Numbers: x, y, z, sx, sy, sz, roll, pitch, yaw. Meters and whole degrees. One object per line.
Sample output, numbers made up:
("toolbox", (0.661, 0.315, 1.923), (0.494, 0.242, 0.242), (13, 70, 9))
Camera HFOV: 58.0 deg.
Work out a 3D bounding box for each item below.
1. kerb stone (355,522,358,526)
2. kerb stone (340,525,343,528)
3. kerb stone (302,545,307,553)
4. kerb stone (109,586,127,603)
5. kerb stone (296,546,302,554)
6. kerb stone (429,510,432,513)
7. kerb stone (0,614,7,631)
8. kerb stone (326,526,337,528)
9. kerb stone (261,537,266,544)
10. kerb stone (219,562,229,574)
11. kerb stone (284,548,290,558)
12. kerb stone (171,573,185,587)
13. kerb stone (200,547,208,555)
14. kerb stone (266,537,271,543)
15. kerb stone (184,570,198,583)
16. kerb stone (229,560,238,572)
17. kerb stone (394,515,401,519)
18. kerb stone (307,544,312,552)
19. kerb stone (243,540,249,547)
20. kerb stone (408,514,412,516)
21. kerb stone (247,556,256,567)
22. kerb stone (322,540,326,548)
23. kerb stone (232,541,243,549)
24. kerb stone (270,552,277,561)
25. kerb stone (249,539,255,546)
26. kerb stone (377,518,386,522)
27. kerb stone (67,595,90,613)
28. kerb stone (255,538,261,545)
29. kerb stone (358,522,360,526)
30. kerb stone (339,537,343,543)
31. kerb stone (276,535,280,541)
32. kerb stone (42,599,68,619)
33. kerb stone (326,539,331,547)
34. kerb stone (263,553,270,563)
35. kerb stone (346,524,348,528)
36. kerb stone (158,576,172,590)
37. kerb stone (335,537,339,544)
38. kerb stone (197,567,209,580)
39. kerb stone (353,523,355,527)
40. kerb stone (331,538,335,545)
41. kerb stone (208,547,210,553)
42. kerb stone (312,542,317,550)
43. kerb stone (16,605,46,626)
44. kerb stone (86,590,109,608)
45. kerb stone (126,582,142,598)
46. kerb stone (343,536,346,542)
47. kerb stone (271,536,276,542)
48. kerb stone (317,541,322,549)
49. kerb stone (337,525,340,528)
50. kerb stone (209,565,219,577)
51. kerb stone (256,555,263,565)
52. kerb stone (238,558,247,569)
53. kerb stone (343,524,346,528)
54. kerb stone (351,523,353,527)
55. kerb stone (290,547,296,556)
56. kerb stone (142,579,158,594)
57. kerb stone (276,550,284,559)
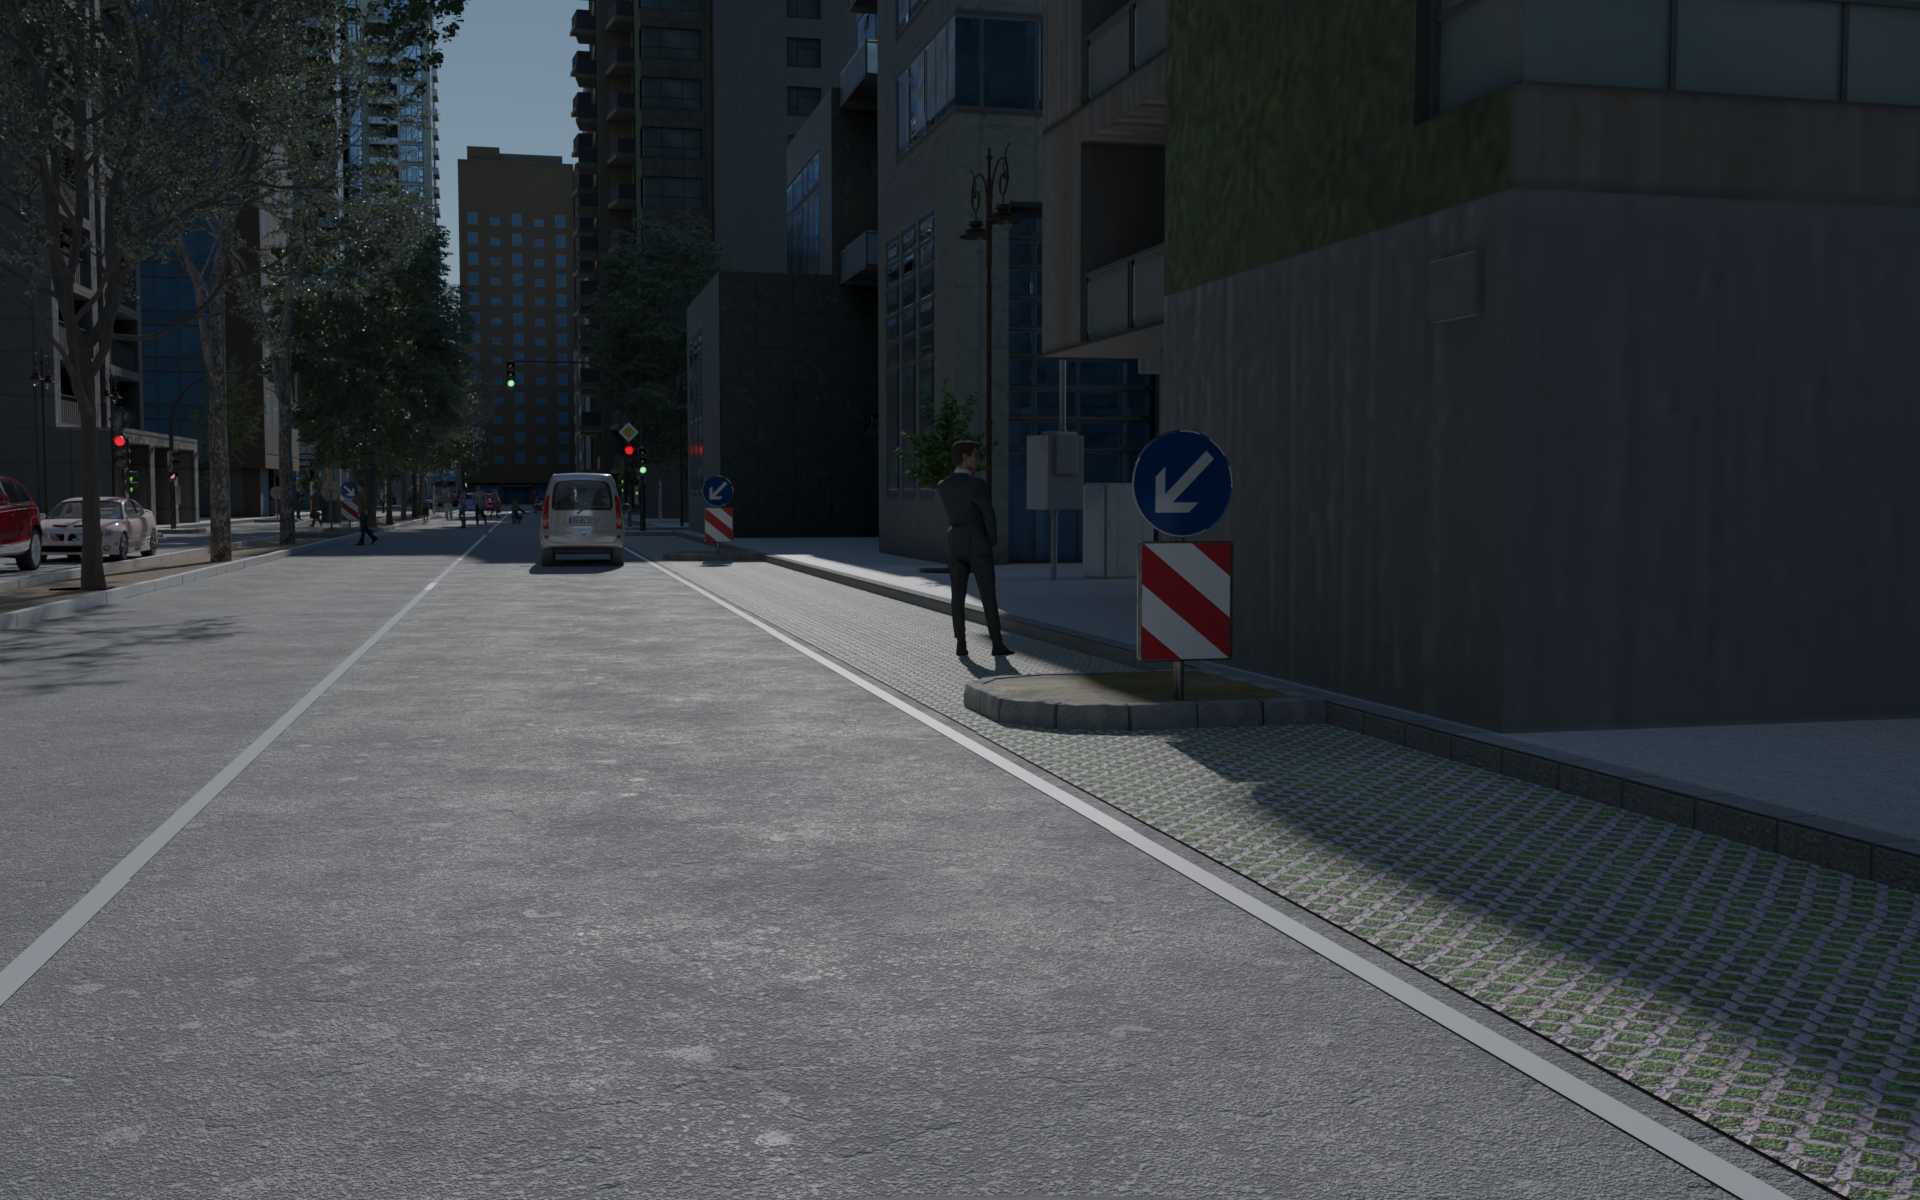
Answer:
("kerb stone", (-26.613, -3.285, 75.902), (0.120, 0.150, 1.000), (-1, 4, -14))
("kerb stone", (-25.137, -2.918, 69.940), (0.120, 0.150, 1.000), (-1, 4, -14))
("kerb stone", (-16.047, -1.216, 42.072), (0.120, 0.150, 1.000), (-1, 4, -14))
("kerb stone", (-11.342, -0.055, 23.139), (0.120, 0.150, 1.000), (-1, 4, -14))
("kerb stone", (-15.804, -1.155, 41.079), (0.120, 0.150, 1.000), (-1, 4, -14))
("kerb stone", (-41.697, -6.998, 136.605), (0.120, 0.150, 1.000), (-1, 4, -14))
("kerb stone", (-10.109, 0.247, 18.175), (0.120, 0.150, 1.000), (-1, 4, -14))
("kerb stone", (-24.640, -2.798, 67.943), (0.120, 0.150, 1.000), (-1, 4, -14))
("kerb stone", (-20.076, -1.673, 49.548), (0.120, 0.150, 1.000), (-1, 4, -14))
("kerb stone", (-13.327, -0.545, 31.103), (0.120, 0.150, 1.000), (-1, 4, -14))
("kerb stone", (-15.308, -1.034, 39.094), (0.120, 0.150, 1.000), (-1, 4, -14))
("kerb stone", (-12.335, -0.298, 27.111), (0.120, 0.150, 1.000), (-1, 4, -14))
("kerb stone", (-17.841, -1.124, 40.570), (0.120, 0.150, 1.000), (-1, 4, -14))
("kerb stone", (-20.314, -1.733, 50.542), (0.120, 0.150, 1.000), (-1, 4, -14))
("kerb stone", (-12.581, -0.360, 28.121), (0.120, 0.150, 1.000), (-1, 4, -14))
("kerb stone", (-13.574, -0.604, 32.110), (0.120, 0.150, 1.000), (-1, 4, -14))
("kerb stone", (-33.053, -4.864, 101.768), (0.120, 0.150, 1.000), (-1, 4, -14))
("kerb stone", (-16.294, -1.272, 43.067), (0.120, 0.150, 1.000), (-1, 4, -14))
("kerb stone", (-19.325, -1.488, 46.557), (0.120, 0.150, 1.000), (-1, 4, -14))
("kerb stone", (-35.768, -5.537, 112.721), (0.120, 0.150, 1.000), (-1, 4, -14))
("kerb stone", (-14.065, -0.728, 34.105), (0.120, 0.150, 1.000), (-1, 4, -14))
("kerb stone", (-17.042, -1.458, 46.041), (0.120, 0.150, 1.000), (-1, 4, -14))
("kerb stone", (-19.077, -1.428, 45.548), (0.120, 0.150, 1.000), (-1, 4, -14))
("kerb stone", (-14.816, -0.903, 37.102), (0.120, 0.150, 1.000), (-1, 4, -14))
("kerb stone", (-19.573, -1.551, 47.552), (0.120, 0.150, 1.000), (-1, 4, -14))
("kerb stone", (-30.323, -4.195, 90.826), (0.120, 0.150, 1.000), (-1, 4, -14))
("kerb stone", (-10.853, 0.069, 21.153), (0.120, 0.150, 1.000), (-1, 4, -14))
("kerb stone", (-19.822, -1.611, 48.553), (0.120, 0.150, 1.000), (-1, 4, -14))
("kerb stone", (-26.863, -3.346, 76.904), (0.120, 0.150, 1.000), (-1, 4, -14))
("kerb stone", (-18.029, -1.703, 50.034), (0.120, 0.150, 1.000), (-1, 4, -14))
("kerb stone", (-20.814, -1.855, 52.531), (0.120, 0.150, 1.000), (-1, 4, -14))
("kerb stone", (-10.605, 0.124, 20.161), (0.120, 0.150, 1.000), (-1, 4, -14))
("kerb stone", (-17.282, -1.518, 47.042), (0.120, 0.150, 1.000), (-1, 4, -14))
("kerb stone", (-14.574, -0.844, 36.108), (0.120, 0.150, 1.000), (-1, 4, -14))
("kerb stone", (-25.625, -3.041, 71.928), (0.120, 0.150, 1.000), (-1, 4, -14))
("kerb stone", (-12.089, -0.232, 26.115), (0.120, 0.150, 1.000), (-1, 4, -14))
("kerb stone", (-17.775, -1.642, 49.038), (0.120, 0.150, 1.000), (-1, 4, -14))
("kerb stone", (-12.826, -0.422, 29.115), (0.120, 0.150, 1.000), (-1, 4, -14))
("kerb stone", (-26.370, -3.220, 74.909), (0.120, 0.150, 1.000), (-1, 4, -14))
("kerb stone", (-17.537, -1.579, 48.044), (0.120, 0.150, 1.000), (-1, 4, -14))
("kerb stone", (-18.088, -1.184, 41.562), (0.120, 0.150, 1.000), (-1, 4, -14))
("kerb stone", (-16.546, -1.337, 44.058), (0.120, 0.150, 1.000), (-1, 4, -14))
("kerb stone", (-10.354, 0.185, 19.170), (0.120, 0.150, 1.000), (-1, 4, -14))
("kerb stone", (-11.100, 0.003, 22.146), (0.120, 0.150, 1.000), (-1, 4, -14))
("kerb stone", (-11.601, -0.118, 24.128), (0.120, 0.150, 1.000), (-1, 4, -14))
("kerb stone", (-18.267, -1.763, 51.028), (0.120, 0.150, 1.000), (-1, 4, -14))
("kerb stone", (-20.564, -1.794, 51.535), (0.120, 0.150, 1.000), (-1, 4, -14))
("kerb stone", (-16.796, -1.395, 45.049), (0.120, 0.150, 1.000), (-1, 4, -14))
("kerb stone", (-24.885, -2.859, 68.945), (0.120, 0.150, 1.000), (-1, 4, -14))
("kerb stone", (-13.084, -0.484, 30.105), (0.120, 0.150, 1.000), (-1, 4, -14))
("kerb stone", (-14.323, -0.790, 35.110), (0.120, 0.150, 1.000), (-1, 4, -14))
("kerb stone", (-13.824, -0.667, 33.101), (0.120, 0.150, 1.000), (-1, 4, -14))
("kerb stone", (-25.382, -2.981, 70.935), (0.120, 0.150, 1.000), (-1, 4, -14))
("kerb stone", (-26.125, -3.163, 73.917), (0.120, 0.150, 1.000), (-1, 4, -14))
("kerb stone", (-15.554, -1.088, 40.086), (0.120, 0.150, 1.000), (-1, 4, -14))
("kerb stone", (-11.847, -0.179, 25.122), (0.120, 0.150, 1.000), (-1, 4, -14))
("kerb stone", (-15.063, -0.973, 38.102), (0.120, 0.150, 1.000), (-1, 4, -14))
